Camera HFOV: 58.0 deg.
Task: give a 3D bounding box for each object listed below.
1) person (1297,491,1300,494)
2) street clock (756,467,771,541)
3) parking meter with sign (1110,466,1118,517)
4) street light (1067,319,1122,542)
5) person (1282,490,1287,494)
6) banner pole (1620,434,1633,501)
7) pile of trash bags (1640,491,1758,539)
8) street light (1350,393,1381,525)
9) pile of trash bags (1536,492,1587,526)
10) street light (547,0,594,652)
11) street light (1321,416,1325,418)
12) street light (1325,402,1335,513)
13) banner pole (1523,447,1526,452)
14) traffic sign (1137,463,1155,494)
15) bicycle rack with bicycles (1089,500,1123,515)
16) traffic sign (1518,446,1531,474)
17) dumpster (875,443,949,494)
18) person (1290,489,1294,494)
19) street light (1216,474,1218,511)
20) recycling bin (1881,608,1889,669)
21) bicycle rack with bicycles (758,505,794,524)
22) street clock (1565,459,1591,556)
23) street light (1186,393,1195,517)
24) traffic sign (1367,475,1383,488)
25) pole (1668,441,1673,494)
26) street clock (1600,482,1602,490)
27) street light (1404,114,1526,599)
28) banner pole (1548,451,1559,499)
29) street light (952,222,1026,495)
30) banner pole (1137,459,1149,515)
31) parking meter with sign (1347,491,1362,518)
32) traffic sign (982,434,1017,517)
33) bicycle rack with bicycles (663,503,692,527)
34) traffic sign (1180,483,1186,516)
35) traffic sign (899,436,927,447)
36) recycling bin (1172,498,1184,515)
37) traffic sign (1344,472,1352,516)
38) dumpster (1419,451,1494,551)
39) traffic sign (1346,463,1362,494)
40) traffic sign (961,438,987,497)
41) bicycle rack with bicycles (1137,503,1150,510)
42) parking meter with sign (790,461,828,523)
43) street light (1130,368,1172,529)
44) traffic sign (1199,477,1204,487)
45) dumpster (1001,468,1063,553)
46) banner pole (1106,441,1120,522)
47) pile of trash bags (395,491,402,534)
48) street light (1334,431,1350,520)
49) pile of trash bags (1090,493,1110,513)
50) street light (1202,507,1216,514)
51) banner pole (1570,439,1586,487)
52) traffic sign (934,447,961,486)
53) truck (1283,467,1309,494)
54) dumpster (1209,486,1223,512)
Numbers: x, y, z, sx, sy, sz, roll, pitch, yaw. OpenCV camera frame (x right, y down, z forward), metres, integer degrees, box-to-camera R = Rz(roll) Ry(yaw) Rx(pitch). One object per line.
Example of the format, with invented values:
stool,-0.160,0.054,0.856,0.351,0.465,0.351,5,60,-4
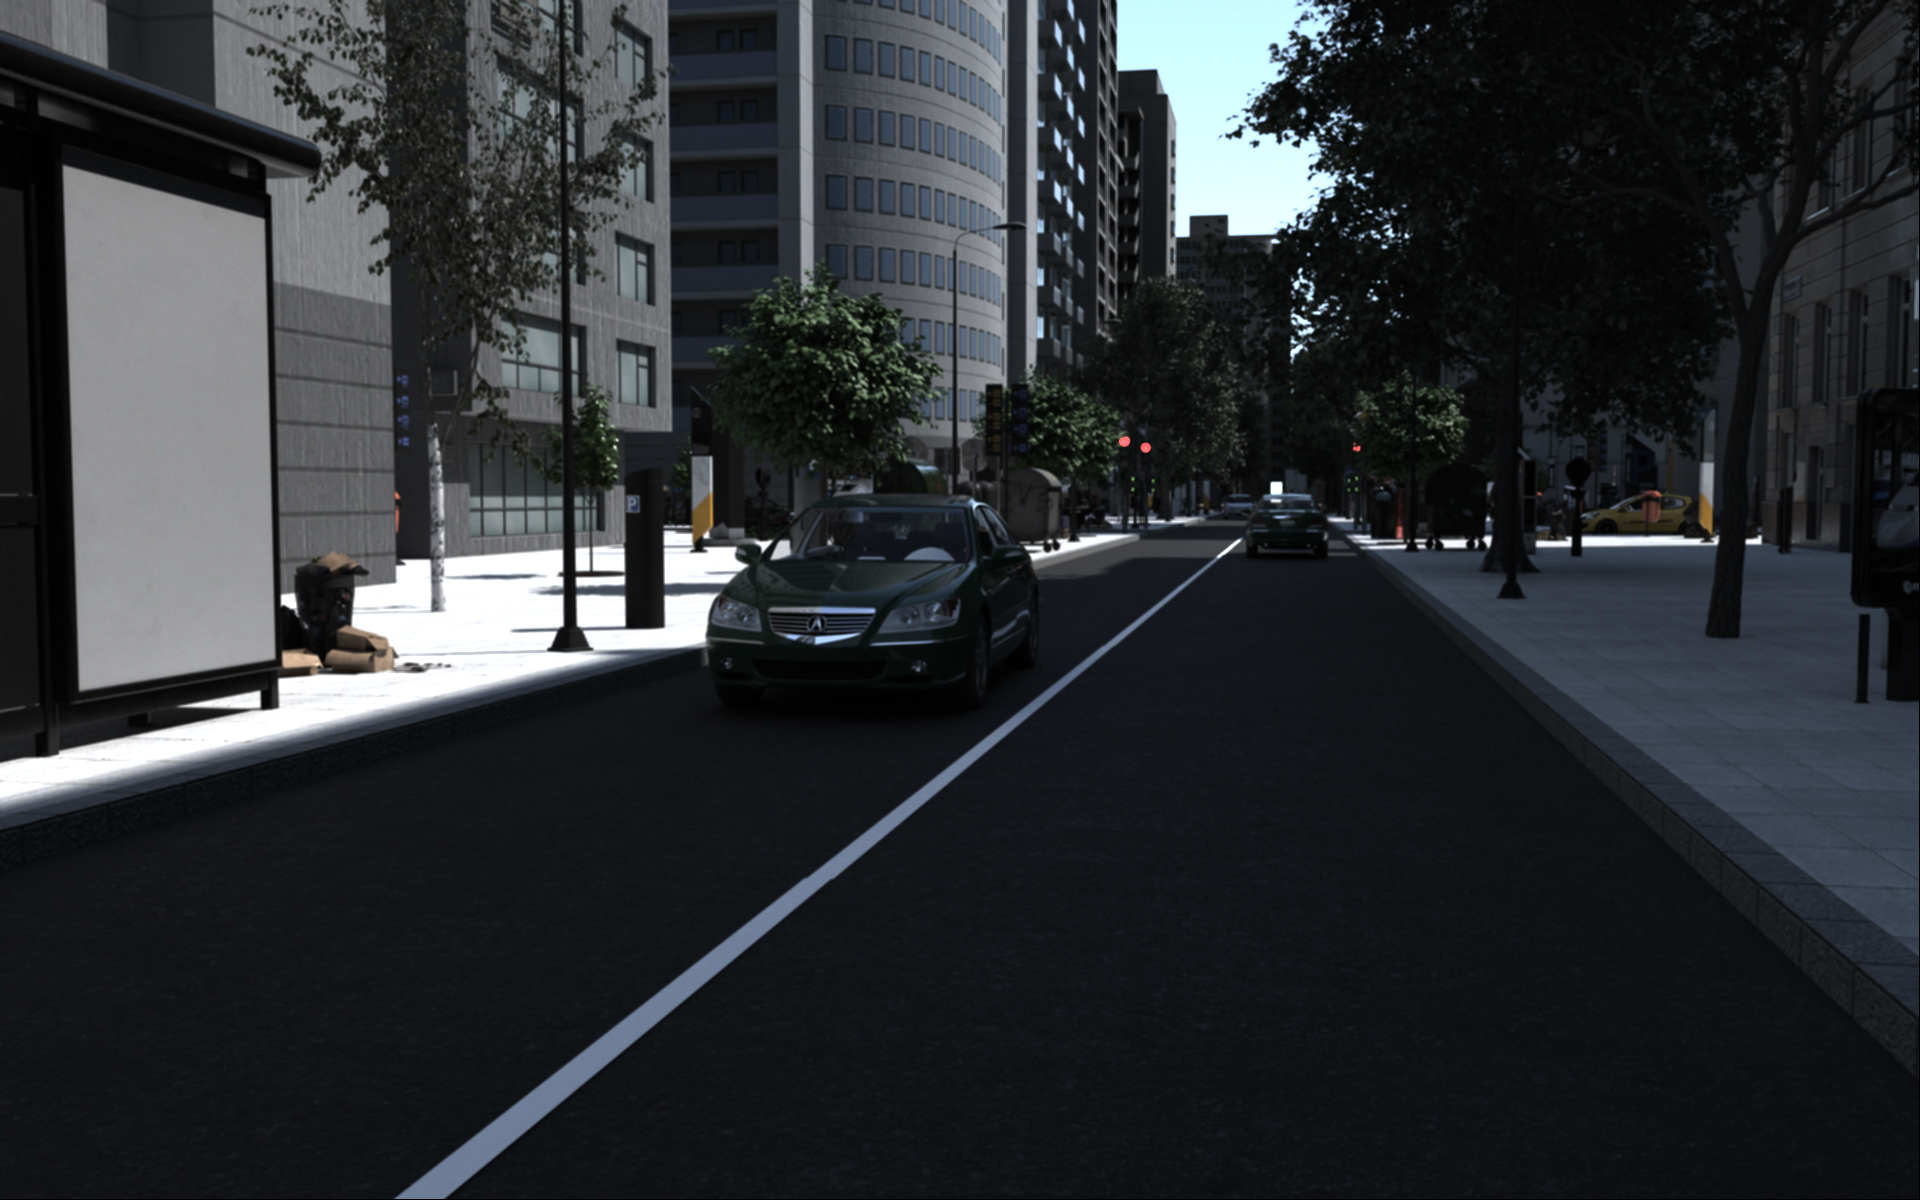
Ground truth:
person,28.782,-8.411,146.743,0.721,1.736,1.217,3,5,44
street clock,-5.350,-2.602,47.116,0.358,2.002,0.471,-2,4,-33
parking meter with sign,8.761,-6.219,97.940,0.543,3.016,1.738,1,4,9
street light,3.602,-4.512,46.316,1.470,5.913,1.316,1,4,11
person,29.839,-9.215,159.036,0.709,1.838,0.599,3,4,39
banner pole,27.950,-5.060,72.742,0.863,3.779,0.401,-2,4,-27
pile of trash bags,21.651,-2.512,50.830,1.912,1.369,3.447,-3,5,-44
street light,9.512,-4.029,38.419,1.470,5.913,1.316,1,4,11
pile of trash bags,24.036,-3.621,68.948,1.912,1.369,3.447,0,4,-2
street light,-2.665,-2.531,13.915,1.470,5.913,1.316,1,4,11
street light,19.083,-7.023,87.363,1.470,5.913,1.316,1,4,11
street light,15.921,-6.048,71.428,1.470,5.913,1.316,1,4,11
banner pole,30.069,-6.263,92.424,0.401,3.779,0.863,2,4,25
traffic sign,7.227,-4.129,67.608,0.768,2.556,0.104,1,4,15
bicycle rack with bicycles,7.699,-5.556,104.217,2.852,0.926,2.925,-2,4,-24
traffic sign,12.838,-2.377,40.053,0.795,2.450,0.064,1,4,19
dumpster,-1.140,-1.861,32.918,1.502,2.255,1.985,1,4,11
person,19.936,-5.790,103.925,0.760,1.731,0.466,-2,4,-29
street light,16.462,-8.543,112.227,1.470,5.913,1.316,1,4,11
recycling bin,7.237,-0.001,12.576,0.722,1.027,0.722,-2,4,-30
bicycle rack with bicycles,-4.866,-2.679,57.189,2.925,0.926,2.852,3,5,42
street clock,12.707,-1.900,35.643,0.471,2.002,0.358,2,4,28
street light,10.156,-6.558,79.767,1.470,5.913,1.316,1,4,11
traffic sign,15.423,-3.926,64.196,0.884,2.594,0.081,1,4,15
pole,27.372,-4.460,66.769,0.158,3.312,0.155,0,3,0
street clock,39.017,-6.153,105.164,0.358,2.002,0.471,0,4,6
street light,6.260,-2.980,21.268,1.470,5.913,1.316,1,4,11
banner pole,34.289,-6.729,100.031,0.401,3.779,0.863,-2,4,-34
street light,0.441,-3.506,29.860,1.470,5.913,1.316,1,4,11
banner pole,11.447,-7.217,108.018,0.863,3.779,0.401,-2,4,-24
parking meter with sign,21.269,-5.867,92.189,1.738,3.016,0.543,-3,5,-42
traffic sign,0.823,-2.214,36.298,0.768,2.556,0.104,1,4,17
bicycle rack with bicycles,-11.885,-3.402,69.002,2.852,0.926,2.925,0,4,1
traffic sign,13.096,-6.272,102.647,0.768,2.556,0.104,1,4,21
traffic sign,-1.081,-2.330,38.198,0.768,2.556,0.104,1,4,15
recycling bin,13.611,-5.825,107.791,0.722,1.027,0.722,-2,4,-29
traffic sign,20.495,-5.547,90.796,0.768,2.556,0.104,1,4,16
dumpster,11.352,-2.275,39.686,1.502,2.255,1.985,1,4,11
traffic sign,15.750,-4.215,69.018,0.768,2.556,0.104,1,4,14
traffic sign,0.323,-2.416,39.615,0.768,2.556,0.104,1,4,19
bicycle rack with bicycles,12.556,-6.876,125.800,2.925,0.926,2.852,-2,4,-26
parking meter with sign,-2.445,-1.976,28.566,0.543,3.016,1.738,-1,4,-20
street light,7.012,-5.582,63.808,1.470,5.913,1.316,1,4,11
traffic sign,17.833,-7.727,126.438,0.768,2.556,0.104,1,4,17
dumpster,1.550,-2.012,38.656,1.264,1.857,1.865,1,4,11
banner pole,7.032,-5.440,78.958,0.863,3.779,0.401,2,4,24
pile of trash bags,-18.058,-2.619,52.581,3.447,1.369,1.912,2,4,32
street light,12.644,-5.012,54.493,1.470,5.913,1.316,1,4,11
pile of trash bags,9.439,-6.764,120.341,1.912,1.369,3.447,0,4,0
street light,13.205,-7.534,95.725,1.470,5.913,1.316,1,4,11
banner pole,27.967,-5.423,78.687,0.863,3.779,0.401,3,5,42
traffic sign,-0.276,-2.156,37.376,0.606,2.300,0.079,1,4,19
truck,35.767,-11.957,184.417,2.839,4.237,11.283,1,4,11
dumpster,17.935,-7.153,122.713,1.264,1.857,1.865,1,4,11
